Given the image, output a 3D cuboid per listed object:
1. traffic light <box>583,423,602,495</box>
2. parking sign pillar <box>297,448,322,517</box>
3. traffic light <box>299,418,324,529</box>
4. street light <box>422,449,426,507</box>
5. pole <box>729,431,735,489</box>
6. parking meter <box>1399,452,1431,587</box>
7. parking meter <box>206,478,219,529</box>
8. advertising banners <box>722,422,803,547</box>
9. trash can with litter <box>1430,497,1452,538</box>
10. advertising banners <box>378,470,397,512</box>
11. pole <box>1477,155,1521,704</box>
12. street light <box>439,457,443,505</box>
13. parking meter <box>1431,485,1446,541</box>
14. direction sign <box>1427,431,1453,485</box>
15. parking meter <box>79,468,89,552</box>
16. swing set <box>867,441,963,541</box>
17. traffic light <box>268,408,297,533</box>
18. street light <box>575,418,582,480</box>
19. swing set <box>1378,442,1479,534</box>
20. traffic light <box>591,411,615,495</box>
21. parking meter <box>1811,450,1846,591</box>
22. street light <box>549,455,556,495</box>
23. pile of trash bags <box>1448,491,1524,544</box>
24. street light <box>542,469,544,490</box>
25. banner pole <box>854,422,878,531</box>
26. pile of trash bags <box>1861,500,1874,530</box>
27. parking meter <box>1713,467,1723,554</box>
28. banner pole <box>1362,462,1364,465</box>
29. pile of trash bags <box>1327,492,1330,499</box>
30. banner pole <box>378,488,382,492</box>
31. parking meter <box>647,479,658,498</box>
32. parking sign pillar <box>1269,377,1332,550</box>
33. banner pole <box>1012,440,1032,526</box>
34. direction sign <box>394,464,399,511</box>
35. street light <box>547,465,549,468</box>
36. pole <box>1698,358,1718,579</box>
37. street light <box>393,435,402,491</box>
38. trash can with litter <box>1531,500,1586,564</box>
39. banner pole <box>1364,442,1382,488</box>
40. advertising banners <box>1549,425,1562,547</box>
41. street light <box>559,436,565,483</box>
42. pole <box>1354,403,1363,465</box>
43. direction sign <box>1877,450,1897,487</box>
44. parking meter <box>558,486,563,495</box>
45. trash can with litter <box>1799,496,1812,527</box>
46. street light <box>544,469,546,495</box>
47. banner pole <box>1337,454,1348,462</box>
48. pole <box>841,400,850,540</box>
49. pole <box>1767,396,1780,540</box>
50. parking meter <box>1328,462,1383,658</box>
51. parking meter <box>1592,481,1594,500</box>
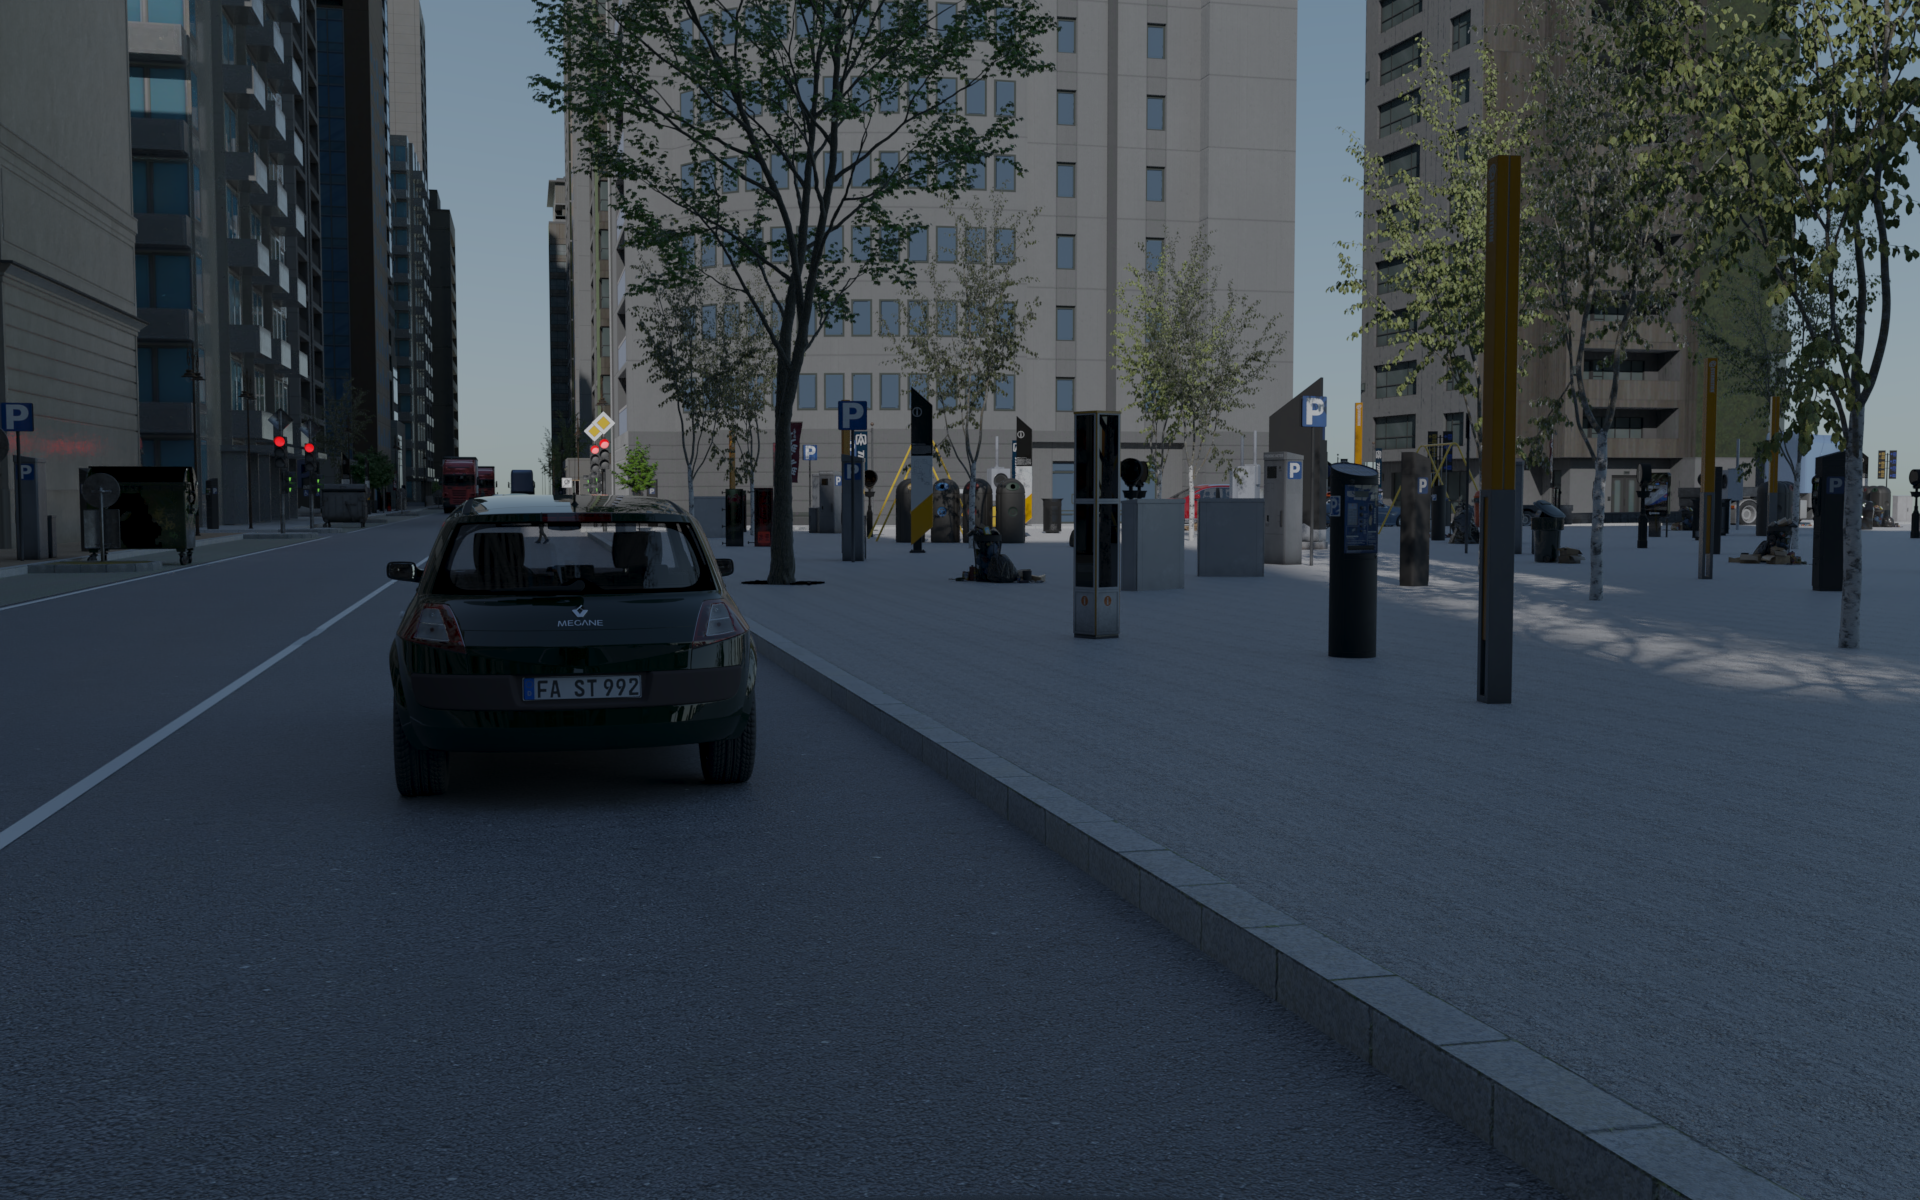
[{"bbox_3d":[-14.064,-4.753,66.628,0.839,4.253,0.868,-1,4,-14],"label":"traffic light"},{"bbox_3d":[-37.018,-6.722,98.379,1.447,3.967,1.447,1,4,21],"label":"parking sign pillar"},{"bbox_3d":[-24.012,-4.599,64.119,0.839,4.253,0.868,-1,4,-14],"label":"traffic light"},{"bbox_3d":[-53.836,-12.320,174.218,0.468,5.910,1.993,-1,4,-14],"label":"street light"},{"bbox_3d":[-7.344,-3.794,55.881,0.158,3.312,0.155,0,3,0],"label":"pole"},{"bbox_3d":[6.350,-1.128,24.147,0.399,1.863,0.255,-3,4,-37],"label":"parking meter"},{"bbox_3d":[-27.268,-3.513,63.150,0.255,1.863,0.399,1,4,19],"label":"parking meter"},{"bbox_3d":[-4.797,-2.805,42.051,2.074,3.025,0.090,1,4,13],"label":"advertising banners"},{"bbox_3d":[14.513,-2.421,50.636,2.233,1.210,1.678,0,4,-1],"label":"trash can with litter"},{"bbox_3d":[-42.103,-8.036,127.572,0.090,3.025,2.074,1,4,22],"label":"advertising banners"},{"bbox_3d":[3.289,-1.023,10.567,0.158,3.312,0.155,0,3,0],"label":"pole"},{"bbox_3d":[-62.580,-14.455,209.125,0.468,5.910,1.993,-1,4,-14],"label":"street light"},{"bbox_3d":[13.204,-2.408,47.784,0.372,1.533,0.369,0,3,0],"label":"parking meter"},{"bbox_3d":[17.268,-4.303,62.358,0.876,3.537,0.379,0,4,7],"label":"direction sign"},{"bbox_3d":[-19.417,-2.015,38.652,0.399,1.863,0.255,2,4,27],"label":"parking meter"},{"bbox_3d":[-1.072,-3.110,48.474,2.862,2.851,3.119,0,4,-7],"label":"swing set"},{"bbox_3d":[-22.065,-4.126,56.374,0.839,4.253,0.868,-1,4,-14],"label":"traffic light"},{"bbox_3d":[-22.745,-7.979,103.240,0.468,5.910,1.993,-1,4,-14],"label":"street light"},{"bbox_3d":[14.884,-3.439,53.852,2.862,2.851,3.119,0,4,-4],"label":"swing set"},{"bbox_3d":[-12.116,-4.279,58.883,0.839,4.253,0.868,-1,4,-14],"label":"traffic light"},{"bbox_3d":[11.494,-1.051,22.895,0.399,1.863,0.255,0,4,6],"label":"parking meter"},{"bbox_3d":[-41.857,-12.582,178.508,0.468,5.910,1.993,-1,4,-14],"label":"street light"},{"bbox_3d":[13.518,-2.132,44.616,1.912,1.369,3.447,1,4,19],"label":"pile of trash bags"},{"bbox_3d":[-62.043,-17.505,258.988,0.468,5.910,1.993,-1,4,-14],"label":"street light"},{"bbox_3d":[-3.295,-4.313,60.538,0.863,3.779,0.401,0,4,2],"label":"banner pole"},{"bbox_3d":[31.886,-3.224,62.471,1.912,1.369,3.447,2,4,31],"label":"pile of trash bags"},{"bbox_3d":[16.080,-1.911,36.949,0.255,1.863,0.399,1,4,13],"label":"parking meter"},{"bbox_3d":[22.737,-6.561,97.297,0.401,3.779,0.863,3,5,41],"label":"banner pole"},{"bbox_3d":[32.160,-8.855,154.539,3.447,1.369,1.912,1,4,15],"label":"pile of trash bags"},{"bbox_3d":[-43.385,-8.532,129.514,0.863,3.779,0.401,2,4,33],"label":"banner pole"},{"bbox_3d":[-11.918,-3.753,67.079,0.399,1.863,0.255,0,4,0],"label":"parking meter"},{"bbox_3d":[7.898,-3.183,40.517,1.447,3.967,1.447,2,4,35],"label":"parking sign pillar"},{"bbox_3d":[2.514,-4.930,70.627,0.863,3.779,0.401,1,4,10],"label":"banner pole"},{"bbox_3d":[-42.654,-8.500,130.967,0.379,3.537,0.876,-2,4,-26],"label":"direction sign"},{"bbox_3d":[-50.485,-14.719,213.444,0.468,5.910,1.993,-1,4,-14],"label":"street light"},{"bbox_3d":[11.250,-1.970,26.046,0.158,3.312,0.155,0,3,0],"label":"pole"},{"bbox_3d":[-44.823,-10.135,138.500,0.468,5.910,1.993,-1,4,-14],"label":"street light"},{"bbox_3d":[11.182,-1.279,32.292,0.624,1.170,1.055,-2,4,-33],"label":"trash can with litter"},{"bbox_3d":[19.937,-5.686,82.989,0.863,3.779,0.401,-3,4,-36],"label":"banner pole"},{"bbox_3d":[13.977,-2.722,40.690,0.090,3.025,2.074,1,4,13],"label":"advertising banners"},{"bbox_3d":[-33.012,-10.449,143.626,0.468,5.910,1.993,-1,4,-14],"label":"street light"},{"bbox_3d":[8.888,-2.744,38.704,0.158,3.312,0.155,0,3,0],"label":"pole"},{"bbox_3d":[47.896,-5.965,89.524,0.876,3.537,0.379,1,4,14],"label":"direction sign"},{"bbox_3d":[-30.689,-7.807,133.356,0.399,1.863,0.255,0,4,-4],"label":"parking meter"},{"bbox_3d":[33.755,-3.558,69.236,2.233,1.210,1.678,-1,4,-20],"label":"trash can with litter"},{"bbox_3d":[-53.179,-15.372,224.111,0.468,5.910,1.993,-1,4,-14],"label":"street light"},{"bbox_3d":[23.680,-7.191,107.588,0.863,3.779,0.401,0,4,-1],"label":"banner pole"},{"bbox_3d":[-2.472,-2.671,37.520,0.158,3.312,0.155,0,3,0],"label":"pole"},{"bbox_3d":[17.028,-2.595,36.268,0.158,3.312,0.155,0,3,0],"label":"pole"},{"bbox_3d":[3.100,-0.320,13.647,0.372,1.533,0.369,0,3,0],"label":"parking meter"},{"bbox_3d":[24.585,-3.732,66.722,0.399,1.863,0.255,0,4,-5],"label":"parking meter"}]
